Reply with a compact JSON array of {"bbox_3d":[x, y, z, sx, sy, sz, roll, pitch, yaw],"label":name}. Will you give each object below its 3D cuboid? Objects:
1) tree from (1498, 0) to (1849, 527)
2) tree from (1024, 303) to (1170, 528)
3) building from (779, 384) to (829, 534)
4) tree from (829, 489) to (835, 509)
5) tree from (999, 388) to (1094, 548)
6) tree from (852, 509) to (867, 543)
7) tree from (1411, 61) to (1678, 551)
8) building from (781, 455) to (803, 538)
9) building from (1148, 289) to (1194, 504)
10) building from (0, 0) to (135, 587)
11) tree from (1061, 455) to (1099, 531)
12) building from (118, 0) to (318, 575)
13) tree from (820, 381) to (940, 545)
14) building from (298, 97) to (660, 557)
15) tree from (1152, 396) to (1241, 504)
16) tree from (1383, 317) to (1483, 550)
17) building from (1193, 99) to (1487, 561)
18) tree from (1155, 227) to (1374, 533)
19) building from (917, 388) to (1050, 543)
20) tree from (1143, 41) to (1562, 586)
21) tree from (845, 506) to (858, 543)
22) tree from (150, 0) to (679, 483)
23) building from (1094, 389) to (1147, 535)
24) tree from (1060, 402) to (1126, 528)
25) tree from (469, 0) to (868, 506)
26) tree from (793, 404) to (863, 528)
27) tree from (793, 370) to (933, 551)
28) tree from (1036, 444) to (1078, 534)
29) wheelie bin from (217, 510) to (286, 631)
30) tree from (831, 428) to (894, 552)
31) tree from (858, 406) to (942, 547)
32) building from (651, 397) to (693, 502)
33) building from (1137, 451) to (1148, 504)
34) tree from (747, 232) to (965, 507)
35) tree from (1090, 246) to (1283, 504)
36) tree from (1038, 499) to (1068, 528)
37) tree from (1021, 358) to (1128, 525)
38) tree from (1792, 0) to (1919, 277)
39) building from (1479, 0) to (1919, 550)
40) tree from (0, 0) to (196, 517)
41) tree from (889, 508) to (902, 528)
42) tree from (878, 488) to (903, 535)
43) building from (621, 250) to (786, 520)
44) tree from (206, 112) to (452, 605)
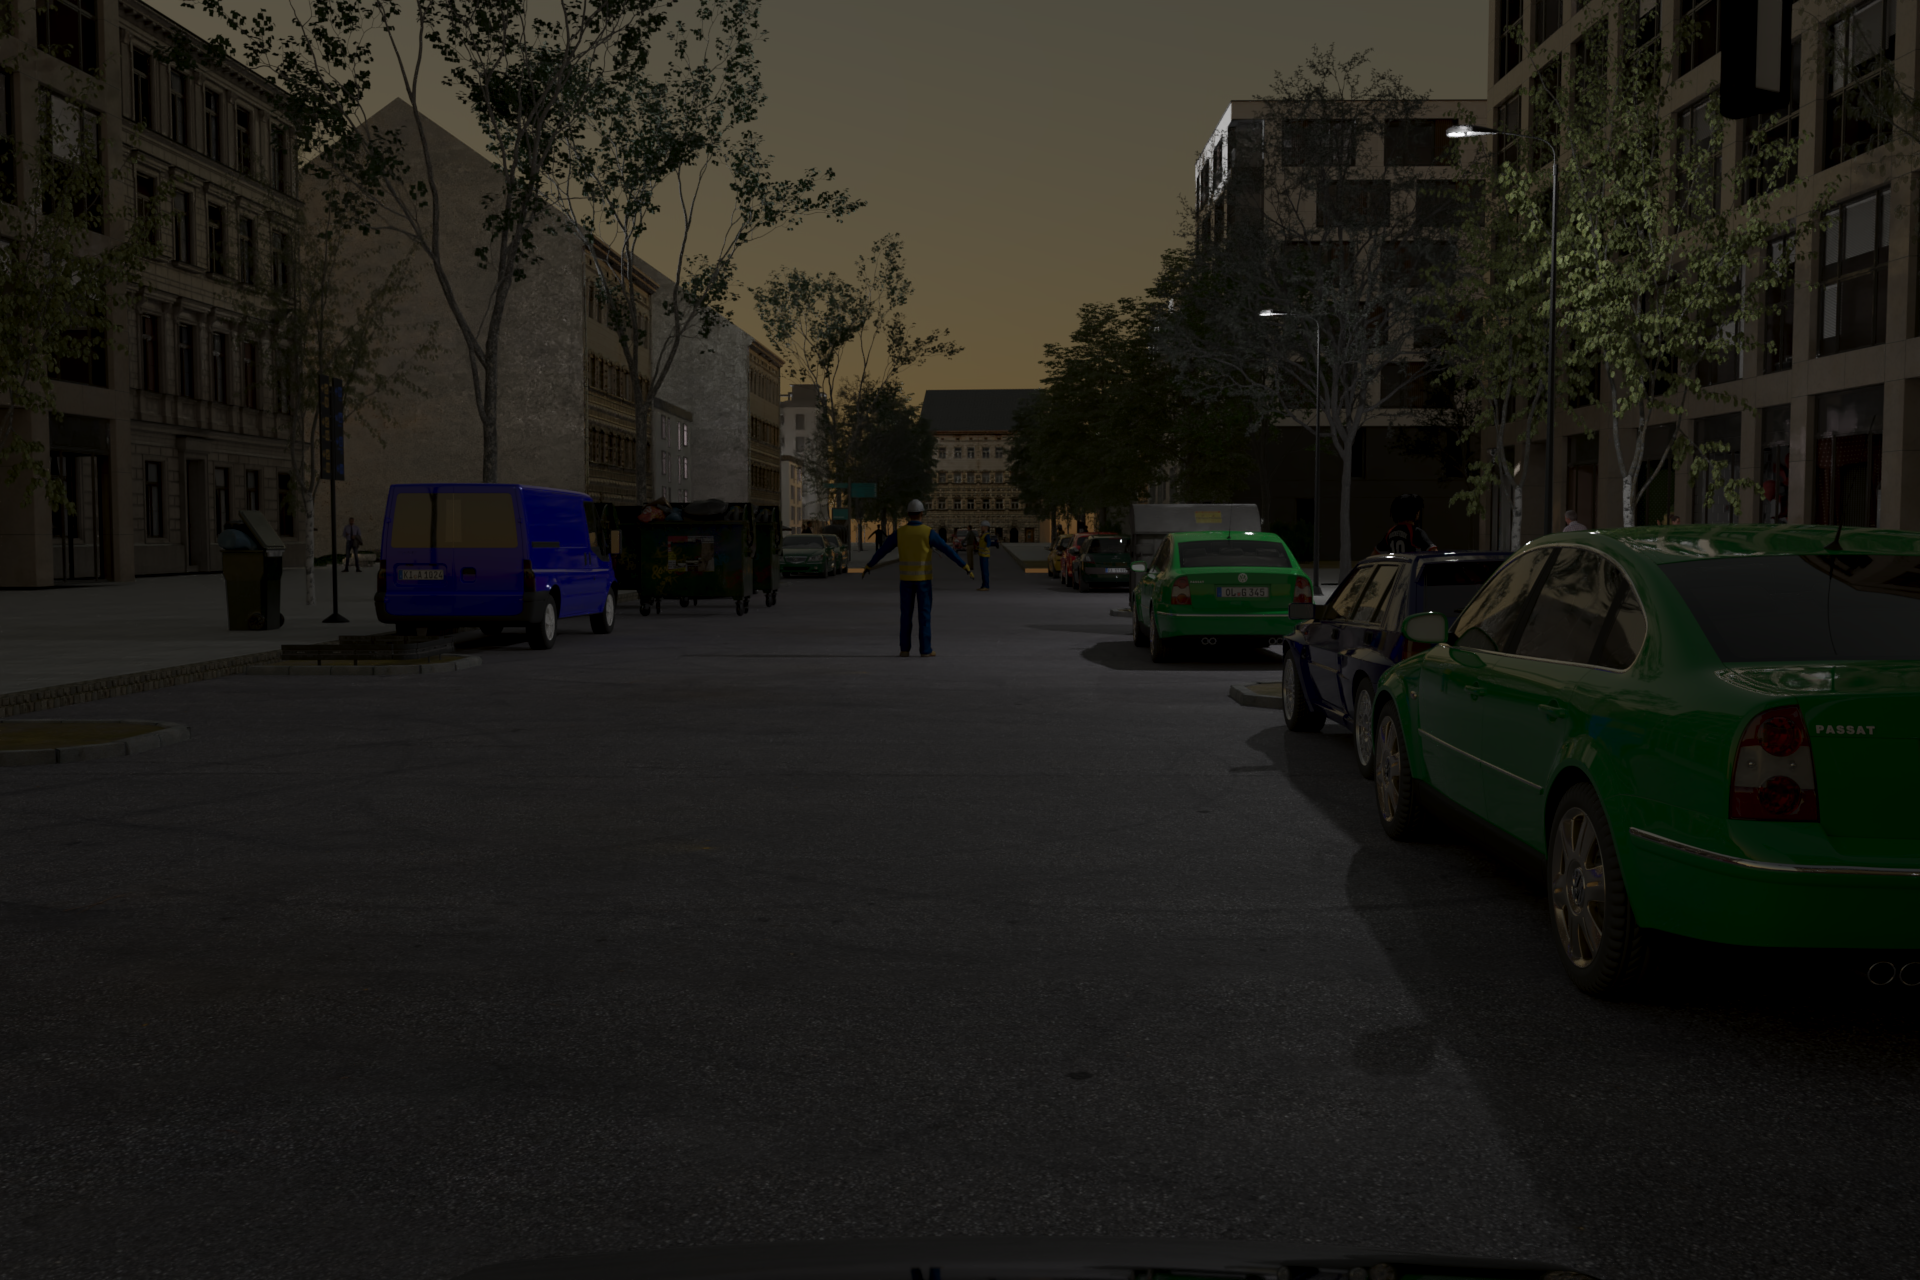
[{"bbox_3d":[8.967,-4.428,22.761,4.737,8.622,4.395,0,3,0],"label":"tree"},{"bbox_3d":[7.007,-10.234,85.451,7.486,12.596,7.792,0,3,0],"label":"tree"},{"bbox_3d":[-22.903,-22.208,219.525,16.016,20.090,11.380,0,4,2],"label":"building"},{"bbox_3d":[-23.346,-21.524,262.290,12.009,13.543,11.850,0,3,0],"label":"tree"},{"bbox_3d":[8.216,-14.860,149.616,9.857,13.997,8.962,0,3,0],"label":"tree"},{"bbox_3d":[-14.202,-19.047,261.774,4.360,8.622,3.978,0,3,0],"label":"tree"},{"bbox_3d":[9.232,-4.759,28.168,4.737,8.622,4.395,0,3,0],"label":"tree"},{"bbox_3d":[-22.484,-15.653,198.080,9.099,9.664,28.070,0,4,0],"label":"building"},{"bbox_3d":[24.256,-16.263,132.350,16.747,18.905,31.486,0,4,1],"label":"building"},{"bbox_3d":[-30.756,-13.623,25.937,19.351,26.588,34.151,0,4,2],"label":"building"},{"bbox_3d":[8.148,-10.398,120.363,4.360,8.622,3.978,0,3,0],"label":"tree"},{"bbox_3d":[-28.415,-11.605,53.365,10.561,19.211,19.286,0,4,1],"label":"building"},{"bbox_3d":[-6.484,-14.517,144.000,9.857,13.997,8.962,0,3,0],"label":"tree"},{"bbox_3d":[-28.113,-16.256,96.717,19.493,23.208,18.063,0,4,1],"label":"building"},{"bbox_3d":[10.159,-7.820,78.215,4.360,8.622,3.978,0,3,0],"label":"tree"},{"bbox_3d":[21.433,-8.395,71.672,7.601,10.594,8.767,-3,5,-44],"label":"tree"},{"bbox_3d":[26.918,-15.539,98.036,27.936,21.610,32.646,0,4,1],"label":"building"},{"bbox_3d":[10.335,-8.139,58.831,9.928,11.665,9.643,0,3,0],"label":"tree"},{"bbox_3d":[3.853,-26.150,260.940,18.063,23.208,19.493,0,4,7],"label":"building"},{"bbox_3d":[9.637,-8.118,43.099,12.009,13.543,11.850,0,3,0],"label":"tree"},{"bbox_3d":[-15.045,-18.653,255.335,4.360,8.622,3.978,0,3,0],"label":"tree"},{"bbox_3d":[-12.891,-11.473,43.468,12.611,20.169,13.585,0,3,0],"label":"tree"},{"bbox_3d":[27.153,-24.021,223.677,19.493,23.208,18.063,0,4,1],"label":"building"},{"bbox_3d":[7.590,-8.801,94.262,4.737,8.622,4.395,0,3,0],"label":"tree"},{"bbox_3d":[-9.661,-12.415,58.868,12.611,20.169,13.585,0,3,0],"label":"tree"},{"bbox_3d":[-7.332,-9.043,98.218,4.360,8.622,3.978,0,3,0],"label":"tree"},{"bbox_3d":[-7.499,-13.433,130.000,12.009,13.543,11.850,0,3,0],"label":"tree"},{"bbox_3d":[8.104,-10.735,125.886,4.360,8.622,3.978,0,3,0],"label":"tree"},{"bbox_3d":[-9.480,-0.932,23.152,0.693,1.594,0.980,0,4,2],"label":"wheelie bin"},{"bbox_3d":[-7.331,-10.434,120.956,4.360,8.622,3.978,0,3,0],"label":"tree"},{"bbox_3d":[-6.552,-16.149,170.687,9.857,13.997,8.962,0,3,0],"label":"tree"},{"bbox_3d":[-23.105,-10.903,120.407,9.099,9.664,28.070,0,3,0],"label":"building"},{"bbox_3d":[29.854,-22.111,192.435,19.493,23.208,18.063,0,4,1],"label":"building"},{"bbox_3d":[-6.514,-15.450,108.503,12.611,20.169,13.585,0,3,0],"label":"tree"},{"bbox_3d":[9.117,-9.248,69.336,7.486,12.596,7.792,0,3,0],"label":"tree"},{"bbox_3d":[9.483,-13.182,165.879,4.360,8.622,3.978,0,3,0],"label":"tree"},{"bbox_3d":[7.876,-11.885,112.451,7.486,12.596,7.792,0,3,0],"label":"tree"},{"bbox_3d":[9.344,-3.847,13.257,4.360,8.622,3.978,0,3,0],"label":"tree"},{"bbox_3d":[26.850,-14.504,40.350,19.350,26.588,34.151,0,4,1],"label":"building"},{"bbox_3d":[-12.216,-4.365,21.737,4.737,8.622,4.395,0,3,0],"label":"tree"},{"bbox_3d":[-9.162,-18.926,259.801,4.737,8.622,4.395,0,3,0],"label":"tree"},{"bbox_3d":[-6.309,-12.415,153.350,4.360,8.622,3.978,0,3,0],"label":"tree"},{"bbox_3d":[-25.323,-19.117,143.499,19.493,23.208,18.063,0,4,2],"label":"building"},{"bbox_3d":[-11.937,-4.931,30.988,4.360,8.622,3.978,0,3,0],"label":"tree"}]
